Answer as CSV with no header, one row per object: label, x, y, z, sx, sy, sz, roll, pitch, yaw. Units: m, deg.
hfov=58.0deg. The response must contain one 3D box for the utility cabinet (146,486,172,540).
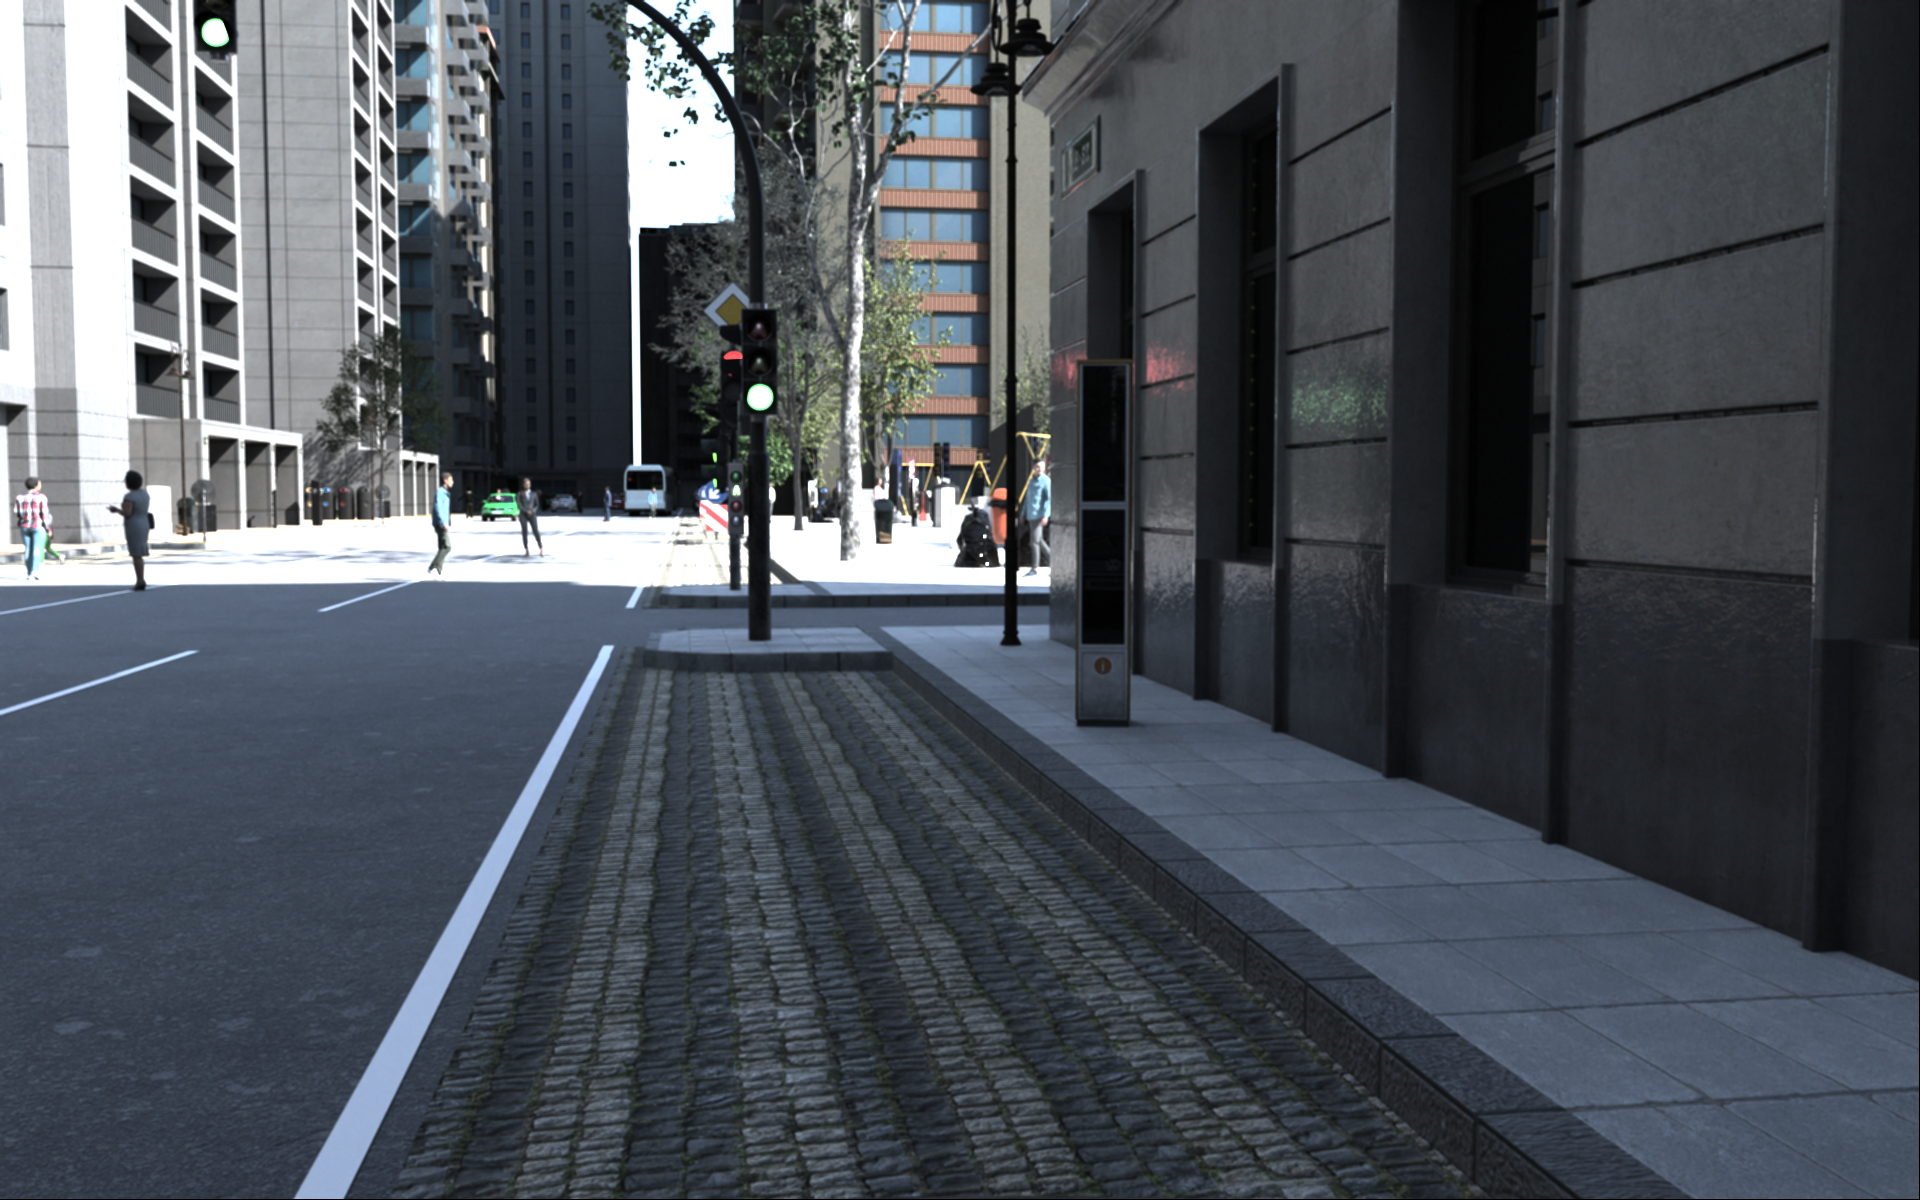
utility cabinet,-22.280,-2.418,48.221,0.318,1.500,1.173,-1,4,-9

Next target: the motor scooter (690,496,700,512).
motor scooter,-19.278,-6.952,126.438,0.815,1.314,1.986,0,4,-7

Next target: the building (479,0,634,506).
building,-49.728,-39.425,186.603,28.212,58.520,21.231,-1,4,-9

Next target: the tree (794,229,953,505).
tree,-2.138,-6.020,48.782,4.737,8.622,4.395,0,3,0

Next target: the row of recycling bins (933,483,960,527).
row of recycling bins,-0.501,-3.731,68.115,1.069,1.692,3.534,0,4,4

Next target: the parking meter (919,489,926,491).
parking meter,-2.077,-5.339,95.705,0.372,1.533,0.369,0,3,0

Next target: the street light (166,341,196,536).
street light,-23.471,-4.862,52.285,0.468,5.910,1.993,-1,4,-9

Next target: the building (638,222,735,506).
building,-27.503,-25.393,186.871,14.107,30.474,14.160,-1,4,-9

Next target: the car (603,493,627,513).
car,-26.769,-7.700,134.931,2.155,1.783,4.494,-1,4,-8

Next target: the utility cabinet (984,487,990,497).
utility cabinet,1.284,-2.809,54.610,1.173,1.500,0.318,3,5,44

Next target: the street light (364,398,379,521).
street light,-28.344,-6.771,83.493,0.468,5.910,1.993,-1,4,-9

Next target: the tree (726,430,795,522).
tree,-9.248,-5.878,79.823,4.285,4.588,4.351,0,3,0

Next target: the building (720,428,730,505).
building,-10.609,-51.673,157.522,22.319,86.520,31.000,-1,4,-9

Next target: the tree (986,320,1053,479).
tree,3.458,-7.464,72.406,4.360,8.622,3.978,0,3,0

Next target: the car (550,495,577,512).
car,-32.018,-7.807,140.004,2.083,1.381,4.827,-1,4,-9

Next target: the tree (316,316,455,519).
tree,-30.008,-9.540,90.399,7.601,10.594,8.767,-1,4,-15

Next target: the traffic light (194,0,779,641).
traffic light,-3.845,-2.448,14.687,4.771,5.953,1.251,-1,4,-9

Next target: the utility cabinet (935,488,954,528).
utility cabinet,-0.585,-3.447,65.044,0.318,1.500,1.173,1,4,22

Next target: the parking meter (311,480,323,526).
parking meter,-25.843,-3.911,69.653,0.399,1.863,0.255,1,4,10

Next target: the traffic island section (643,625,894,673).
traffic island section,-1.750,0.429,15.269,2.009,0.180,2.903,-1,4,-9

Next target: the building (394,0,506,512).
building,-47.093,-31.118,128.395,23.786,49.044,30.456,-1,4,-9

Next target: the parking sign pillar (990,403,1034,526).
parking sign pillar,1.534,-3.843,51.308,1.447,3.967,1.447,0,4,2

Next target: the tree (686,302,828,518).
tree,-10.980,-10.280,93.835,9.928,11.665,9.643,0,3,0

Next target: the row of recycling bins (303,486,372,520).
row of recycling bins,-30.754,-4.786,85.362,3.534,1.692,1.069,-1,4,-9

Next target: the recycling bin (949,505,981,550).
recycling bin,0.126,-1.692,40.222,0.722,1.027,0.722,0,4,3

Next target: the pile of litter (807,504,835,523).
pile of litter,-6.152,-3.828,76.555,1.176,0.858,1.719,-1,4,-19

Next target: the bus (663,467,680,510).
bus,-26.652,-9.988,154.846,2.896,3.916,12.252,0,4,-8

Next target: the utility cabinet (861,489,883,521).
utility cabinet,-4.111,-4.410,80.783,1.173,1.500,0.318,0,4,3

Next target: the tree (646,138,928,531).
tree,-5.722,-9.140,59.806,12.009,13.543,11.850,0,3,0

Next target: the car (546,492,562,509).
car,-39.432,-9.766,168.466,1.959,1.807,4.718,-1,4,-9

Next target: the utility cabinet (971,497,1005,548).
utility cabinet,0.752,-1.855,41.485,1.020,1.237,0.306,-3,4,-36

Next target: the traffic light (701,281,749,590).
traffic light,-3.023,-2.087,23.039,0.839,4.253,0.868,-1,4,-9

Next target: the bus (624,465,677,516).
bus,-20.605,-7.371,115.370,2.948,3.499,13.247,0,4,-7

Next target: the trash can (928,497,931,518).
trash can,-1.397,-5.035,93.971,0.748,1.137,0.748,0,3,0

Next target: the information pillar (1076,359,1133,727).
information pillar,0.799,-0.314,9.623,0.304,2.012,0.304,0,4,5

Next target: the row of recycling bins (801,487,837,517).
row of recycling bins,-7.253,-5.511,97.222,3.534,1.692,1.069,0,4,-7

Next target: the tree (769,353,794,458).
tree,-7.369,-8.288,85.872,4.737,8.622,4.395,0,3,0

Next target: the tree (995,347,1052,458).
tree,3.542,-8.399,87.692,4.737,8.622,4.395,0,3,0

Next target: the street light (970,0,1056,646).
street light,0.432,-2.555,14.564,0.468,5.910,1.993,-1,4,-9

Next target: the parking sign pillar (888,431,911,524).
parking sign pillar,-2.816,-5.277,74.750,1.447,3.967,1.447,0,4,7

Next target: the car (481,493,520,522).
car,-24.181,-5.067,91.642,1.959,1.807,4.718,0,4,-7

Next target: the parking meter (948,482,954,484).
parking meter,-0.498,-4.820,84.512,0.399,1.863,0.255,-2,4,-30

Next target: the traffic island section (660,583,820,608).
traffic island section,-2.982,-0.054,23.159,2.009,0.180,2.903,-1,4,-9

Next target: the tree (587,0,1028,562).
tree,-1.239,-10.874,33.671,12.611,20.169,13.585,0,3,0

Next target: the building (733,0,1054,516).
building,-3.576,-28.115,114.308,22.147,44.769,28.867,-1,4,-9

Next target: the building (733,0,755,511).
building,-10.604,-27.634,135.405,14.154,41.232,14.086,-1,4,-9
